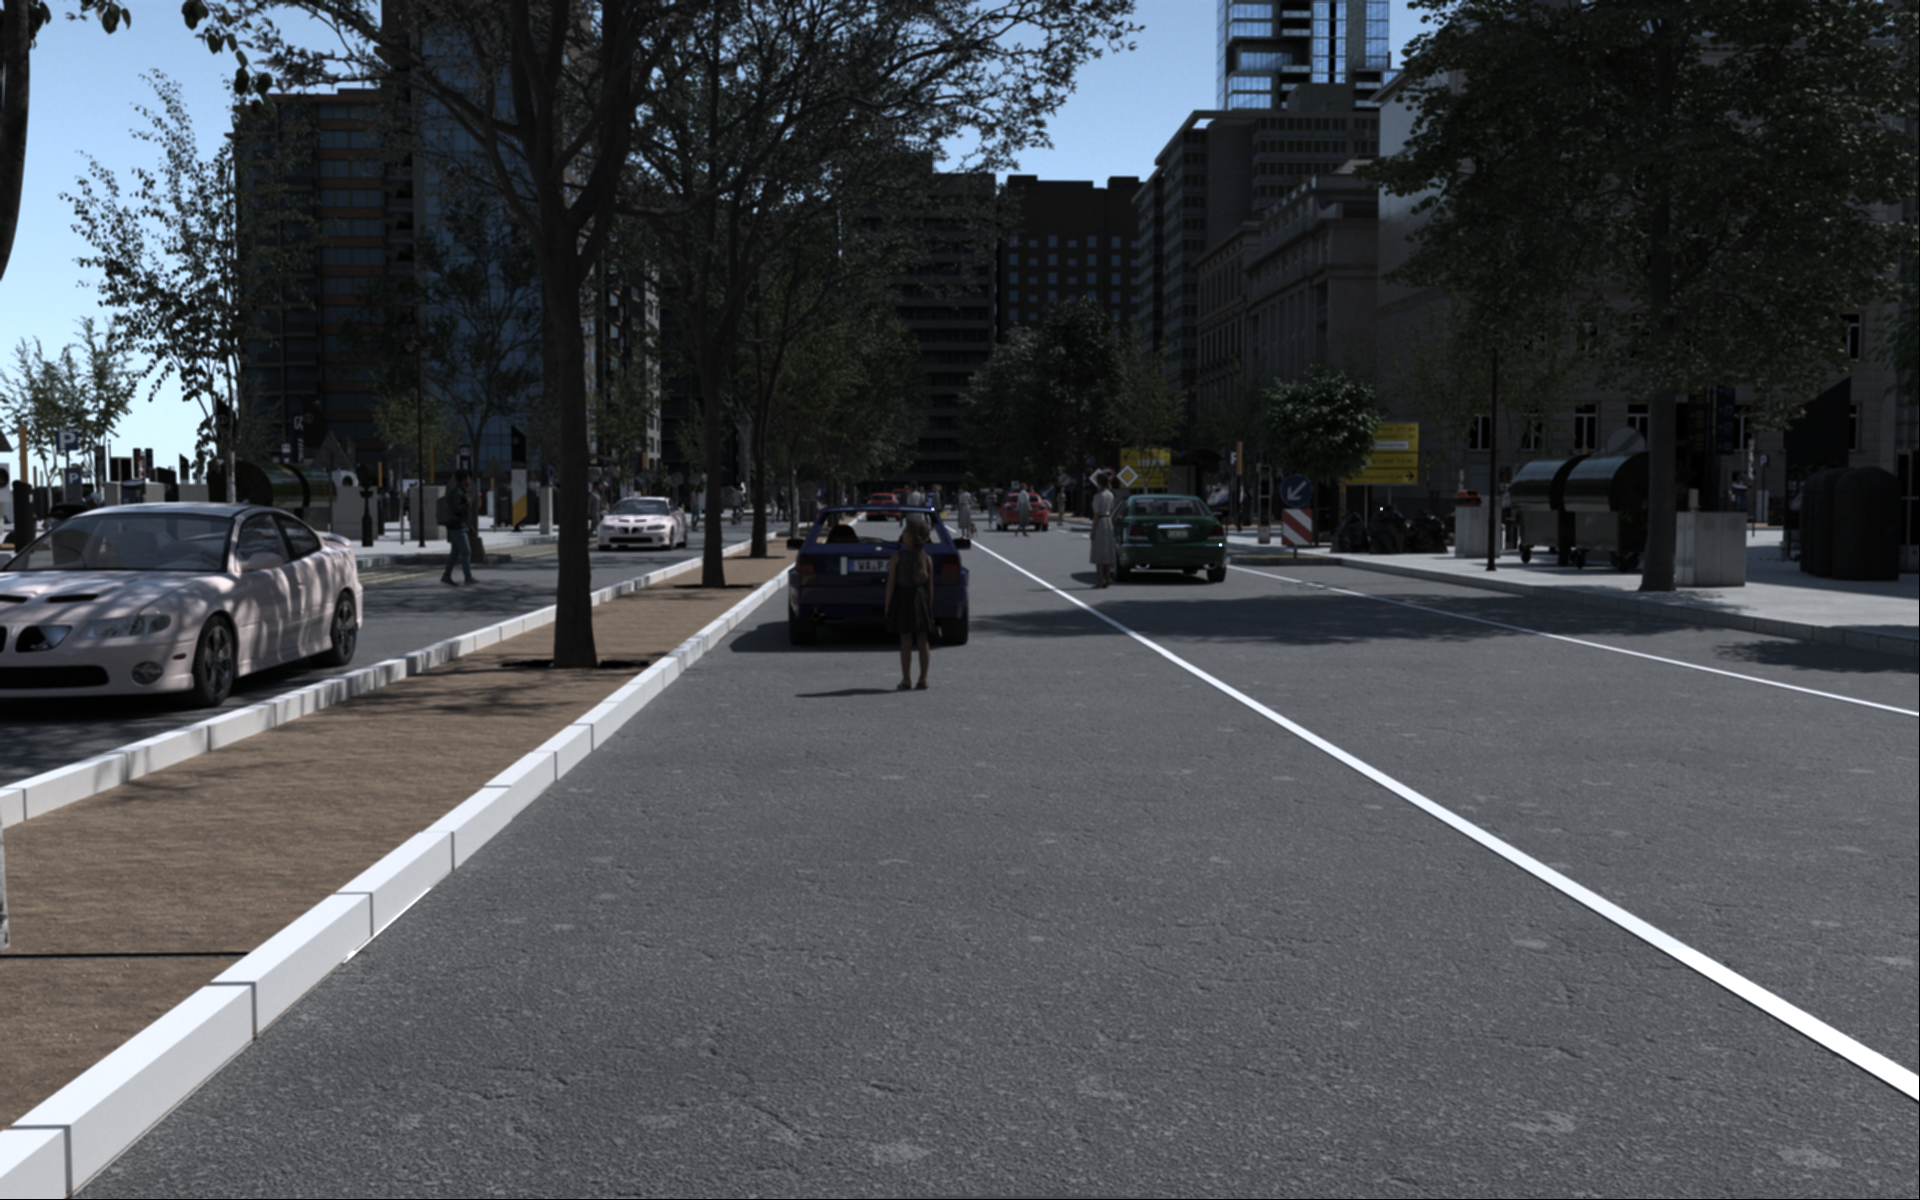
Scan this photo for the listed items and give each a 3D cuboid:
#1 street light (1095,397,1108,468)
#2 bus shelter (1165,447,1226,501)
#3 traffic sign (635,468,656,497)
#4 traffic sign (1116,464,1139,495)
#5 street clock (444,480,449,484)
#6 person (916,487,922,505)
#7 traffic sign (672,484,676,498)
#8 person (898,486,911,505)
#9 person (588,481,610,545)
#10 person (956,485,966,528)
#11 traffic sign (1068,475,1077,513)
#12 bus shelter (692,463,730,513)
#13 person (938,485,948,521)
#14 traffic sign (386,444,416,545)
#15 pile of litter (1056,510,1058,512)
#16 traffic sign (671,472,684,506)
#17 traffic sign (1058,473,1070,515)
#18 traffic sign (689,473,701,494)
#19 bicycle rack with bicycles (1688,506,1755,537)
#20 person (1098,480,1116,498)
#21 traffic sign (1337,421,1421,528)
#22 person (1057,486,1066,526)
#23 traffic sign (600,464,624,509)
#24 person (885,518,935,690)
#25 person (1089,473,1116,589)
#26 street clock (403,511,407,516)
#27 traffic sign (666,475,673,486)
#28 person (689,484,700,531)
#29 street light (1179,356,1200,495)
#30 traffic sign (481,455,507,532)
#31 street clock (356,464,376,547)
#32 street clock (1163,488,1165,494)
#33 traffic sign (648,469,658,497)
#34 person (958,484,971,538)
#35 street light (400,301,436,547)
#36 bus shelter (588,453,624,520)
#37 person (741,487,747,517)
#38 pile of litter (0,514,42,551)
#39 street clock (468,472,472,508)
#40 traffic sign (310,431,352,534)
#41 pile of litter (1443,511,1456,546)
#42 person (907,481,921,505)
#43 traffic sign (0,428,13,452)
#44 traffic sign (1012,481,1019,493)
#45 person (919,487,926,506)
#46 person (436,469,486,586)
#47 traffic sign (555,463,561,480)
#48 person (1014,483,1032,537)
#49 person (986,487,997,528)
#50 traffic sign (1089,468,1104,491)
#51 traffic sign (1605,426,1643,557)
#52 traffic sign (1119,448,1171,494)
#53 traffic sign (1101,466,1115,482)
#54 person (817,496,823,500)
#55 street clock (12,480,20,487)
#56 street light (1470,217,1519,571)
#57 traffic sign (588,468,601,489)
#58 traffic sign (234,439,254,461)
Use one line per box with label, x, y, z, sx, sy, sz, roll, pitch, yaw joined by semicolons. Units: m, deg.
street light;6.672;-6.654;81.587;0.468;5.910;1.993;0;4;-2
bus shelter;10.419;-5.133;77.852;2.014;3.302;5.546;0;4;-2
traffic sign;-11.919;-3.793;65.665;0.795;2.450;0.064;0;4;-2
traffic sign;5.635;-3.347;58.362;0.795;2.450;0.064;0;4;-2
street clock;-26.859;-5.264;90.644;0.358;2.002;0.471;-1;4;-19
person;-1.790;-3.813;71.242;0.661;1.777;0.834;-3;4;-36
traffic sign;-20.642;-7.638;124.988;0.768;2.556;0.104;0;4;0
person;-2.389;-4.071;75.239;0.661;1.801;0.590;-1;4;-15
person;-10.110;-2.402;48.054;0.850;1.792;0.678;1;4;9
person;0.094;-3.903;72.493;0.473;1.802;0.592;2;4;33
traffic sign;7.538;-7.120;116.522;0.768;2.556;0.104;0;4;1
bus shelter;-16.573;-7.433;115.453;2.014;3.302;5.546;0;4;-2
person;-0.843;-3.747;69.988;0.699;1.804;1.509;0;4;-1
traffic sign;-14.171;-2.681;43.937;0.768;2.556;0.104;0;4;1
pile of litter;6.440;-6.860;126.129;1.176;0.858;1.719;-2;4;-28
traffic sign;-16.444;-6.151;100.679;0.768;2.556;0.104;0;4;3
traffic sign;6.415;-6.525;106.784;0.768;2.556;0.104;0;4;-1
traffic sign;-16.293;-6.503;106.429;0.768;2.556;0.104;0;4;3
bicycle rack with bicycles;22.217;-2.322;51.352;2.852;0.926;2.925;3;4;37
person;4.694;-2.921;55.622;0.648;1.900;0.474;-3;5;-41
traffic sign;11.761;-3.354;48.707;2.265;3.308;0.079;0;4;6
person;4.526;-4.170;77.015;0.599;1.781;0.374;-3;5;-44
traffic sign;-11.596;-3.305;57.686;0.795;2.450;0.064;0;4;-2
person;-0.372;0.028;12.708;0.362;1.253;0.373;-1;4;-16
person;2.114;-1.058;26.371;0.524;1.755;0.480;3;5;42
street clock;-32.475;-5.911;101.209;0.358;2.002;0.471;-3;5;-41
traffic sign;-17.340;-6.240;103.215;0.795;2.450;0.064;0;4;0
person;-10.224;-3.559;66.704;0.388;1.821;0.555;-2;4;-31
street light;7.683;-5.214;58.044;0.468;5.910;1.993;0;4;-2
traffic sign;-15.551;-3.537;57.835;0.884;2.594;0.081;0;4;2
street clock;-14.414;-2.294;42.081;0.471;2.002;0.358;2;4;34
street clock;10.296;-5.024;86.719;0.358;2.002;0.471;1;4;16
traffic sign;-15.753;-5.381;88.085;0.768;2.556;0.104;0;4;5
person;0.124;-2.874;56.055;0.480;1.755;0.524;-2;4;-34
street light;-13.014;-4.216;41.721;0.468;5.910;1.993;0;4;-2
bus shelter;-18.437;-5.737;87.731;2.014;3.302;5.546;0;4;-2
person;-13.325;-5.953;105.606;0.659;1.850;0.755;0;4;-2
pile of litter;-21.398;-1.562;39.509;1.719;0.858;1.176;1;4;19
street clock;-16.015;-3.171;56.414;0.358;2.002;0.471;2;4;35
traffic sign;-12.928;-2.176;35.582;0.884;2.594;0.081;0;4;5
pile of litter;12.087;-1.775;42.992;1.176;0.858;1.719;-1;4;-21
person;-1.183;-2.043;42.465;0.524;1.755;0.480;3;5;44
traffic sign;-12.424;-1.343;21.958;0.884;2.594;0.081;0;4;6
traffic sign;4.403;-8.296;137.770;0.606;2.300;0.079;0;4;6
person;-1.737;-4.408;80.971;0.834;1.777;0.661;3;5;42
person;-7.731;-1.124;26.865;0.713;1.824;0.794;0;4;1
traffic sign;-16.049;-4.286;70.179;0.768;2.556;0.104;0;4;7
person;2.091;-3.029;58.246;0.641;1.798;0.478;-1;4;-23
person;1.321;-3.901;73.121;0.563;1.720;0.643;3;5;44
traffic sign;5.312;-3.835;66.341;0.795;2.450;0.064;0;4;-2
traffic sign;12.431;-1.978;32.445;0.768;2.556;0.104;0;4;1
traffic sign;8.122;-5.020;75.949;2.265;3.308;0.079;0;4;1
traffic sign;6.658;-4.797;78.537;0.768;2.556;0.104;0;4;6
person;-10.844;-7.777;135.429;0.755;1.850;0.659;-2;4;-24
street clock;-48.386;-5.161;88.949;0.471;2.002;0.358;-3;5;-40
street light;8.882;-3.425;28.786;0.468;5.910;1.993;0;4;-2
traffic sign;-17.854;-5.148;84.280;0.768;2.556;0.104;0;4;-1
traffic sign;-16.825;-2.481;40.560;0.884;2.594;0.081;0;4;3
